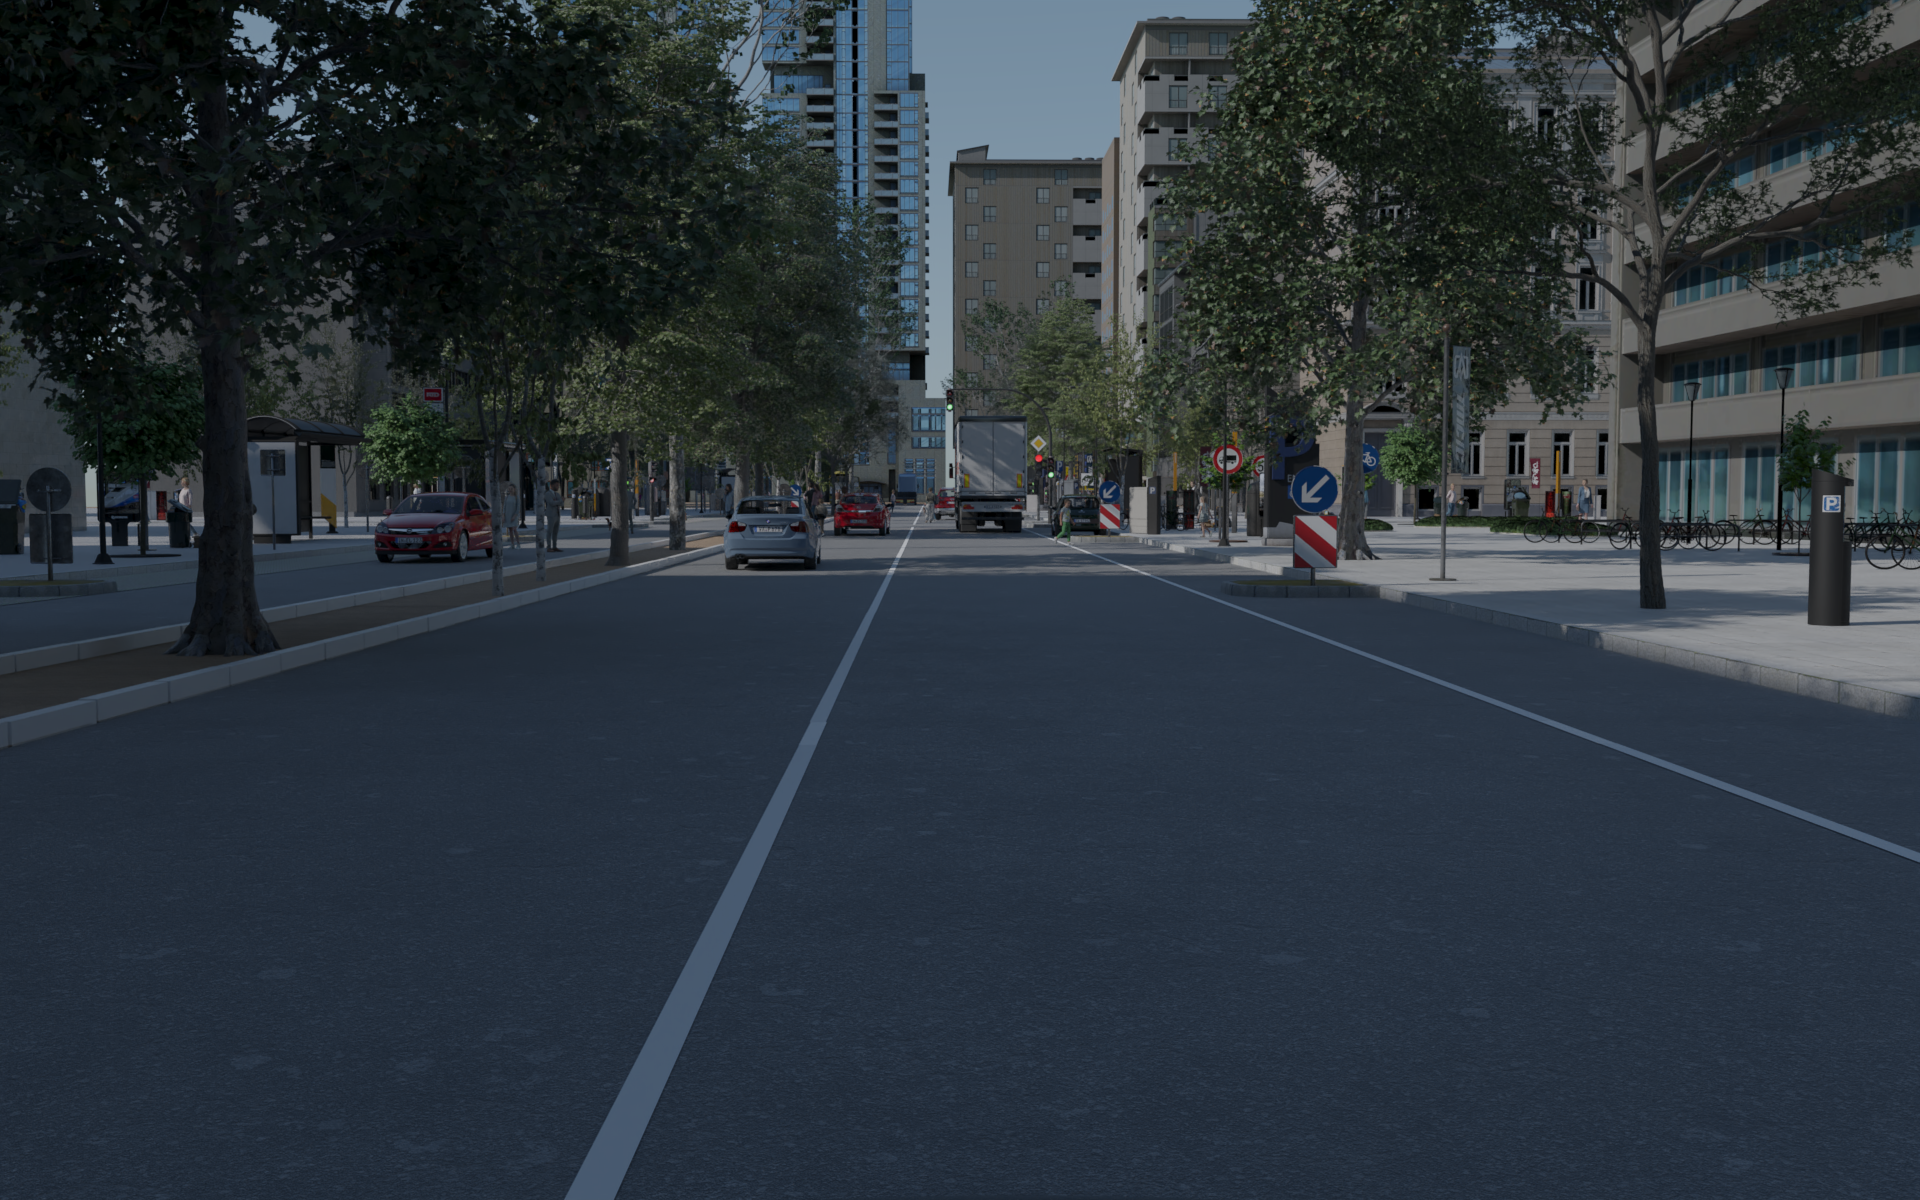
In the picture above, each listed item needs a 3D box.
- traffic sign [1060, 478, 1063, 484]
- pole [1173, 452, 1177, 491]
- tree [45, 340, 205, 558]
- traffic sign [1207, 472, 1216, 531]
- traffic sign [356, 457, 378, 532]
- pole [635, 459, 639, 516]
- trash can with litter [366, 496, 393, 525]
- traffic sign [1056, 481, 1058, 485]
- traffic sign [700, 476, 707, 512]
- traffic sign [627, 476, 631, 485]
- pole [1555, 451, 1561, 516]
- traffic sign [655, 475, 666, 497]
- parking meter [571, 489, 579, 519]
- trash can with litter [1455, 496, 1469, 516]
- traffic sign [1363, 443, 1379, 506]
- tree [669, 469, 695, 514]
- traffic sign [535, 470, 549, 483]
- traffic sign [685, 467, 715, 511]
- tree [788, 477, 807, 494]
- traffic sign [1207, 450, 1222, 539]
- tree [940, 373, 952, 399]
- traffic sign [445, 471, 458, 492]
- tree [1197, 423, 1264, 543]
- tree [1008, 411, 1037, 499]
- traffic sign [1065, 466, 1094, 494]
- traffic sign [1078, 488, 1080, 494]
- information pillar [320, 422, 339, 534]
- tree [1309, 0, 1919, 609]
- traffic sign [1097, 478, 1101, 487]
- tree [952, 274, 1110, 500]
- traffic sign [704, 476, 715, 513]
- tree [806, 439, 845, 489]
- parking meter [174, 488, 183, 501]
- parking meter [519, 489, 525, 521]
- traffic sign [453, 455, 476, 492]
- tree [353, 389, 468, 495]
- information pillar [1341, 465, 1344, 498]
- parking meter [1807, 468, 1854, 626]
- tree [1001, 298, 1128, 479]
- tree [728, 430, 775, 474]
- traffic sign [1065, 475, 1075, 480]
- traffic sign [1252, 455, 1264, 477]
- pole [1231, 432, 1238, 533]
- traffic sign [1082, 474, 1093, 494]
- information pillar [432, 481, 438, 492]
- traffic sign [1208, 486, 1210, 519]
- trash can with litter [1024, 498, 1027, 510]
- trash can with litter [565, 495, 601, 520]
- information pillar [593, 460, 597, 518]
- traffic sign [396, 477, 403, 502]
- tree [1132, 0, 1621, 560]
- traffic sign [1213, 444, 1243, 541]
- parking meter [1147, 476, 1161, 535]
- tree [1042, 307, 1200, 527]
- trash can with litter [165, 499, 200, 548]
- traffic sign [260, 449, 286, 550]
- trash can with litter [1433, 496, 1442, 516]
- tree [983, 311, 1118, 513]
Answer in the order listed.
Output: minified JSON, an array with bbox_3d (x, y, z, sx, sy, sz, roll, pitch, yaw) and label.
[{"bbox_3d":[8.393,-8.603,140.758,0.768,2.556,0.104,0,4,7],"label":"traffic sign"},{"bbox_3d":[10.478,-5.537,84.368,0.158,3.312,0.155,0,3,0],"label":"pole"},{"bbox_3d":[-16.808,-3.157,35.335,4.285,4.588,4.351,0,3,0],"label":"tree"},{"bbox_3d":[8.873,-3.551,60.182,0.606,2.300,0.079,0,4,5],"label":"traffic sign"},{"bbox_3d":[-19.919,-3.552,58.185,0.768,2.556,0.104,0,4,4],"label":"traffic sign"},{"bbox_3d":[-18.592,-6.475,99.710,0.158,3.312,0.155,0,3,0],"label":"pole"},{"bbox_3d":[-23.780,-3.727,71.990,1.678,1.210,2.233,-1,4,-23],"label":"trash can with litter"},{"bbox_3d":[9.016,-9.604,156.754,0.795,2.593,0.064,0,4,-1],"label":"traffic sign"},{"bbox_3d":[-17.824,-7.399,121.083,0.768,2.556,0.104,0,4,2],"label":"traffic sign"},{"bbox_3d":[-21.204,-6.722,109.909,0.884,2.594,0.081,0,4,4],"label":"traffic sign"},{"bbox_3d":[28.384,-5.402,82.173,0.158,3.312,0.155,0,3,0],"label":"pole"},{"bbox_3d":[-19.953,-7.050,115.372,0.768,2.556,0.104,0,4,4],"label":"traffic sign"},{"bbox_3d":[-19.910,-4.961,89.519,0.372,1.533,0.369,0,3,0],"label":"parking meter"},{"bbox_3d":[23.977,-4.403,83.370,0.624,1.170,1.055,-2,4,-29],"label":"trash can with litter"},{"bbox_3d":[10.153,-2.662,43.623,0.768,2.556,0.104,0,4,7],"label":"traffic sign"},{"bbox_3d":[-17.910,-7.052,109.907,1.663,3.219,1.824,0,3,0],"label":"tree"},{"bbox_3d":[-21.185,-5.359,87.723,0.768,2.556,0.104,0,4,1],"label":"traffic sign"},{"bbox_3d":[-19.442,-8.290,129.414,2.265,3.308,0.079,0,4,7],"label":"traffic sign"},{"bbox_3d":[-18.874,-12.324,196.098,1.663,3.219,1.824,0,3,0],"label":"tree"},{"bbox_3d":[7.361,-2.990,48.985,0.768,2.556,0.104,0,4,2],"label":"traffic sign"},{"bbox_3d":[4.637,-22.969,231.433,12.611,20.169,13.585,0,3,0],"label":"tree"},{"bbox_3d":[-17.372,-3.617,59.240,0.768,2.556,0.104,0,4,5],"label":"traffic sign"},{"bbox_3d":[7.109,-3.152,46.131,1.663,3.219,1.824,0,3,0],"label":"tree"},{"bbox_3d":[4.747,-11.573,139.587,4.737,8.622,4.395,0,3,0],"label":"tree"},{"bbox_3d":[8.809,-8.099,126.290,2.265,3.308,0.079,0,4,3],"label":"traffic sign"},{"bbox_3d":[7.529,-6.692,109.526,0.768,2.556,0.104,0,4,5],"label":"traffic sign"},{"bbox_3d":[-20.471,-3.963,56.145,0.504,3.616,0.183,-3,4,-37],"label":"information pillar"},{"bbox_3d":[7.442,-5.185,19.187,7.601,10.594,8.767,0,4,6],"label":"tree"},{"bbox_3d":[8.366,-6.364,106.177,0.606,2.300,0.079,0,4,7],"label":"traffic sign"},{"bbox_3d":[6.973,-17.912,148.745,12.611,20.169,13.585,0,3,0],"label":"tree"},{"bbox_3d":[-17.374,-7.351,120.290,0.768,2.556,0.104,0,4,4],"label":"traffic sign"},{"bbox_3d":[-19.420,-19.329,233.028,9.611,12.733,9.660,0,3,0],"label":"tree"},{"bbox_3d":[-33.298,-4.002,73.841,0.372,1.533,0.369,0,3,0],"label":"parking meter"},{"bbox_3d":[-20.984,-4.552,82.829,0.372,1.533,0.369,0,3,0],"label":"parking meter"},{"bbox_3d":[-16.191,-3.452,56.542,0.768,2.556,0.104,0,4,4],"label":"traffic sign"},{"bbox_3d":[-17.197,-4.315,54.256,4.285,4.588,4.351,0,3,0],"label":"tree"},{"bbox_3d":[9.909,-2.428,44.193,0.304,2.012,0.304,0,4,1],"label":"information pillar"},{"bbox_3d":[8.519,-0.522,16.943,0.372,1.533,0.369,0,3,0],"label":"parking meter"},{"bbox_3d":[6.076,-11.164,100.651,7.486,12.596,7.792,0,3,0],"label":"tree"},{"bbox_3d":[-18.418,-14.118,156.590,9.928,11.665,9.643,0,3,0],"label":"tree"},{"bbox_3d":[6.911,-6.590,107.849,0.768,2.556,0.104,0,4,7],"label":"traffic sign"},{"bbox_3d":[9.825,-3.422,56.048,0.768,2.556,0.104,0,4,5],"label":"traffic sign"},{"bbox_3d":[9.010,-3.849,56.778,0.158,3.312,0.155,0,3,0],"label":"pole"},{"bbox_3d":[6.299,-5.108,85.644,0.606,2.300,0.079,0,4,2],"label":"traffic sign"},{"bbox_3d":[-22.598,-4.302,74.828,0.304,2.012,0.304,1,4,15],"label":"information pillar"},{"bbox_3d":[10.044,-4.267,69.872,0.768,2.556,0.104,0,4,4],"label":"traffic sign"},{"bbox_3d":[5.343,-7.690,137.116,0.624,1.170,1.055,1,4,23],"label":"trash can with litter"},{"bbox_3d":[-18.533,-4.541,85.302,1.678,1.210,2.233,-1,4,-16],"label":"trash can with litter"},{"bbox_3d":[-19.875,-6.292,94.235,0.183,3.616,0.504,-1,4,-12],"label":"information pillar"},{"bbox_3d":[-19.868,-3.762,61.611,0.768,2.556,0.104,0,4,2],"label":"traffic sign"},{"bbox_3d":[7.777,-7.125,33.507,9.611,12.733,9.660,0,3,0],"label":"tree"},{"bbox_3d":[6.836,-2.701,44.268,0.768,2.556,0.104,0,4,5],"label":"traffic sign"},{"bbox_3d":[6.126,-2.998,54.724,0.399,1.863,0.255,2,4,34],"label":"parking meter"},{"bbox_3d":[6.270,-7.213,68.295,4.737,8.622,4.395,0,3,0],"label":"tree"},{"bbox_3d":[-18.333,-1.826,41.246,1.055,1.170,0.624,0,4,-1],"label":"trash can with litter"},{"bbox_3d":[-15.767,-2.302,39.770,0.606,2.300,0.079,0,4,6],"label":"traffic sign"},{"bbox_3d":[23.636,-4.523,85.333,0.624,1.170,1.055,1,4,18],"label":"trash can with litter"},{"bbox_3d":[6.334,-12.607,116.492,12.009,13.543,11.850,0,3,0],"label":"tree"}]
